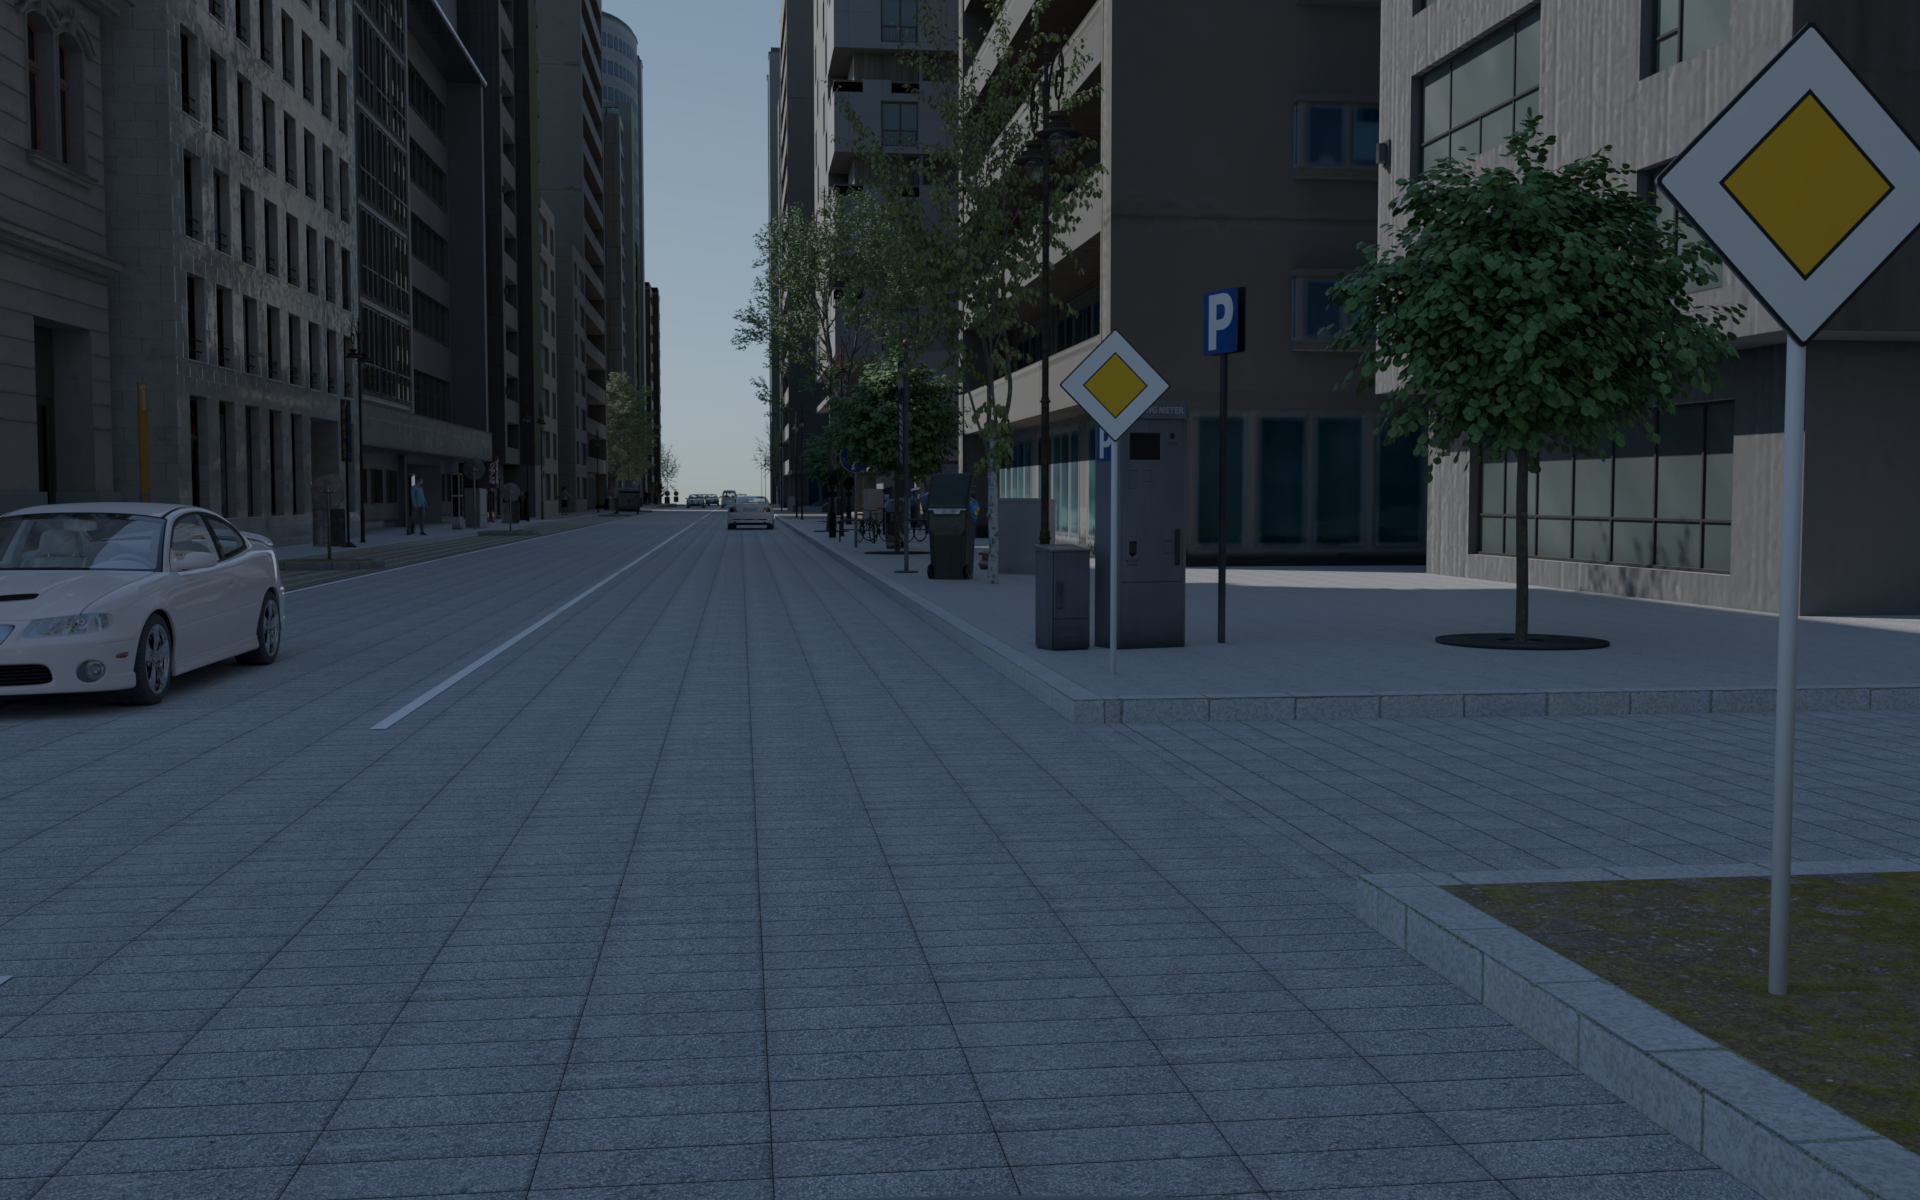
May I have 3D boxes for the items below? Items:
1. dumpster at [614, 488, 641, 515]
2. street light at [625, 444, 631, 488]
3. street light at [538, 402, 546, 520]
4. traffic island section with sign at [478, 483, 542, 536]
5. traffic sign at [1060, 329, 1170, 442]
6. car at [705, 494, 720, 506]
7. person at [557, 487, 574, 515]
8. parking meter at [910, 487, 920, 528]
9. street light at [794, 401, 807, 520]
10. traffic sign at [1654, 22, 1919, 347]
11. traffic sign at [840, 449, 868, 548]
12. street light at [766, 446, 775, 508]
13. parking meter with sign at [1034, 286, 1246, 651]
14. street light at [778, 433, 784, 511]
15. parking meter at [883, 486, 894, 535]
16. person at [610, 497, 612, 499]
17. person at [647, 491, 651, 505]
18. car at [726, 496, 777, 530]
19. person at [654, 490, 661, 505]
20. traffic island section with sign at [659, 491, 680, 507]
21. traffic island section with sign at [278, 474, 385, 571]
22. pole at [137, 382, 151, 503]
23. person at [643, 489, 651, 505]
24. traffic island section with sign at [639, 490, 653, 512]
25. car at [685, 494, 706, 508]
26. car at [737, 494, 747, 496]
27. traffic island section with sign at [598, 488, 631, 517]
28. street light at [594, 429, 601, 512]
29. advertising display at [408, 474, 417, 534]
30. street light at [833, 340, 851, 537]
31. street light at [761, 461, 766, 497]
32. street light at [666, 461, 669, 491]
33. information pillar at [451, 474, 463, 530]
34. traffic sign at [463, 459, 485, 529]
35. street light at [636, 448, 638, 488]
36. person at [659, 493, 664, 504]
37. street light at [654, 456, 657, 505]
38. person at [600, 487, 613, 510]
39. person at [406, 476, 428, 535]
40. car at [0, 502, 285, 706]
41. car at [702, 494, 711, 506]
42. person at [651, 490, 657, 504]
[{"bbox_3d":[-22.906,-6.789,119.212,1.865,1.857,1.264,0,4,-8],"label":"dumpster"},{"bbox_3d":[-29.796,-11.182,155.611,0.468,5.910,1.993,0,4,-7],"label":"street light"},{"bbox_3d":[-21.029,-6.988,87.038,0.468,5.910,1.993,0,4,-7],"label":"street light"},{"bbox_3d":[-15.557,-3.139,59.948,1.989,1.847,2.006,0,4,-7],"label":"traffic island section with sign"},{"bbox_3d":[1.116,-0.617,12.280,0.795,2.593,0.064,0,4,-7],"label":"traffic sign"},{"bbox_3d":[-30.556,-12.311,213.078,2.131,1.459,4.920,-1,4,-8],"label":"car"},{"bbox_3d":[-24.058,-6.036,105.516,1.217,1.735,0.721,1,4,22],"label":"person"},{"bbox_3d":[-1.699,-3.515,65.881,0.372,1.533,0.369,0,3,0],"label":"parking meter"},{"bbox_3d":[-7.906,-6.955,86.502,0.468,5.910,1.993,0,4,-7],"label":"street light"},{"bbox_3d":[2.124,-0.133,4.359,0.795,2.593,0.064,0,4,-7],"label":"traffic sign"},{"bbox_3d":[-2.491,-2.528,41.439,0.768,2.556,0.104,0,4,-4],"label":"traffic sign"},{"bbox_3d":[-19.182,-12.408,175.663,0.468,5.910,1.993,0,4,-7],"label":"street light"},{"bbox_3d":[1.492,-1.116,14.506,1.738,3.016,0.543,-1,4,-23],"label":"parking meter with sign"},{"bbox_3d":[-13.217,-9.503,128.158,0.468,5.910,1.993,0,4,-7],"label":"street light"},{"bbox_3d":[-2.243,-2.812,54.390,0.372,1.533,0.369,0,3,0],"label":"parking meter"},{"bbox_3d":[-30.772,-8.998,154.092,0.756,1.711,0.436,-2,4,-31],"label":"person"},{"bbox_3d":[-37.130,-12.218,206.730,0.541,1.710,0.530,-1,4,-16],"label":"person"},{"bbox_3d":[-8.575,-3.596,71.164,2.083,1.381,4.827,0,4,-5],"label":"car"},{"bbox_3d":[-36.911,-12.548,211.740,0.617,1.759,0.750,3,5,45],"label":"person"},{"bbox_3d":[-32.276,-11.178,191.395,1.989,1.847,2.006,0,4,-7],"label":"traffic island section with sign"},{"bbox_3d":[-12.164,-1.503,33.207,1.989,1.847,2.006,0,4,-7],"label":"traffic island section with sign"},{"bbox_3d":[-14.881,-2.310,31.612,0.158,3.312,0.155,0,3,0],"label":"pole"},{"bbox_3d":[-37.245,-12.194,205.344,0.705,1.831,1.348,3,5,45],"label":"person"},{"bbox_3d":[-25.358,-7.855,137.049,1.989,1.847,2.006,0,4,-7],"label":"traffic island section with sign"},{"bbox_3d":[-26.847,-10.049,176.094,2.131,1.459,4.920,0,4,-6],"label":"car"},{"bbox_3d":[-24.792,-11.432,195.953,2.155,1.783,4.494,0,4,-7],"label":"car"},{"bbox_3d":[-21.916,-6.198,109.957,1.989,1.847,2.006,0,4,-7],"label":"traffic island section with sign"},{"bbox_3d":[-25.379,-9.085,121.329,0.468,5.910,1.993,0,4,-7],"label":"street light"},{"bbox_3d":[-17.602,-3.086,55.666,0.123,1.923,0.974,-1,4,-10],"label":"advertising display"},{"bbox_3d":[-3.558,-4.852,52.123,0.468,5.910,1.993,0,4,-7],"label":"street light"},{"bbox_3d":[-23.634,-14.531,210.377,0.468,5.910,1.993,0,4,-7],"label":"street light"},{"bbox_3d":[-40.244,-16.238,238.280,0.468,5.910,1.993,0,4,-7],"label":"street light"},{"bbox_3d":[-18.182,-3.557,62.650,0.304,2.012,0.304,1,4,10],"label":"information pillar"},{"bbox_3d":[-17.592,-3.829,62.715,0.768,2.556,0.104,0,4,-4],"label":"traffic sign"},{"bbox_3d":[-31.546,-12.021,169.323,0.468,5.910,1.993,0,4,-7],"label":"street light"},{"bbox_3d":[-38.326,-13.049,222.633,0.697,1.427,0.421,-3,5,-39],"label":"person"},{"bbox_3d":[-35.867,-14.135,203.896,0.468,5.910,1.993,0,4,-7],"label":"street light"},{"bbox_3d":[-28.298,-8.110,138.628,1.348,1.826,0.705,2,4,29],"label":"person"},{"bbox_3d":[-16.923,-2.942,54.007,0.748,1.841,0.638,2,4,34],"label":"person"},{"bbox_3d":[-6.544,-0.047,13.129,2.083,1.381,4.827,0,4,-7],"label":"car"},{"bbox_3d":[-30.816,-12.136,207.214,1.959,1.807,4.718,0,4,-6],"label":"car"},{"bbox_3d":[-37.796,-12.763,214.727,1.348,1.823,0.705,-2,4,-24],"label":"person"}]
